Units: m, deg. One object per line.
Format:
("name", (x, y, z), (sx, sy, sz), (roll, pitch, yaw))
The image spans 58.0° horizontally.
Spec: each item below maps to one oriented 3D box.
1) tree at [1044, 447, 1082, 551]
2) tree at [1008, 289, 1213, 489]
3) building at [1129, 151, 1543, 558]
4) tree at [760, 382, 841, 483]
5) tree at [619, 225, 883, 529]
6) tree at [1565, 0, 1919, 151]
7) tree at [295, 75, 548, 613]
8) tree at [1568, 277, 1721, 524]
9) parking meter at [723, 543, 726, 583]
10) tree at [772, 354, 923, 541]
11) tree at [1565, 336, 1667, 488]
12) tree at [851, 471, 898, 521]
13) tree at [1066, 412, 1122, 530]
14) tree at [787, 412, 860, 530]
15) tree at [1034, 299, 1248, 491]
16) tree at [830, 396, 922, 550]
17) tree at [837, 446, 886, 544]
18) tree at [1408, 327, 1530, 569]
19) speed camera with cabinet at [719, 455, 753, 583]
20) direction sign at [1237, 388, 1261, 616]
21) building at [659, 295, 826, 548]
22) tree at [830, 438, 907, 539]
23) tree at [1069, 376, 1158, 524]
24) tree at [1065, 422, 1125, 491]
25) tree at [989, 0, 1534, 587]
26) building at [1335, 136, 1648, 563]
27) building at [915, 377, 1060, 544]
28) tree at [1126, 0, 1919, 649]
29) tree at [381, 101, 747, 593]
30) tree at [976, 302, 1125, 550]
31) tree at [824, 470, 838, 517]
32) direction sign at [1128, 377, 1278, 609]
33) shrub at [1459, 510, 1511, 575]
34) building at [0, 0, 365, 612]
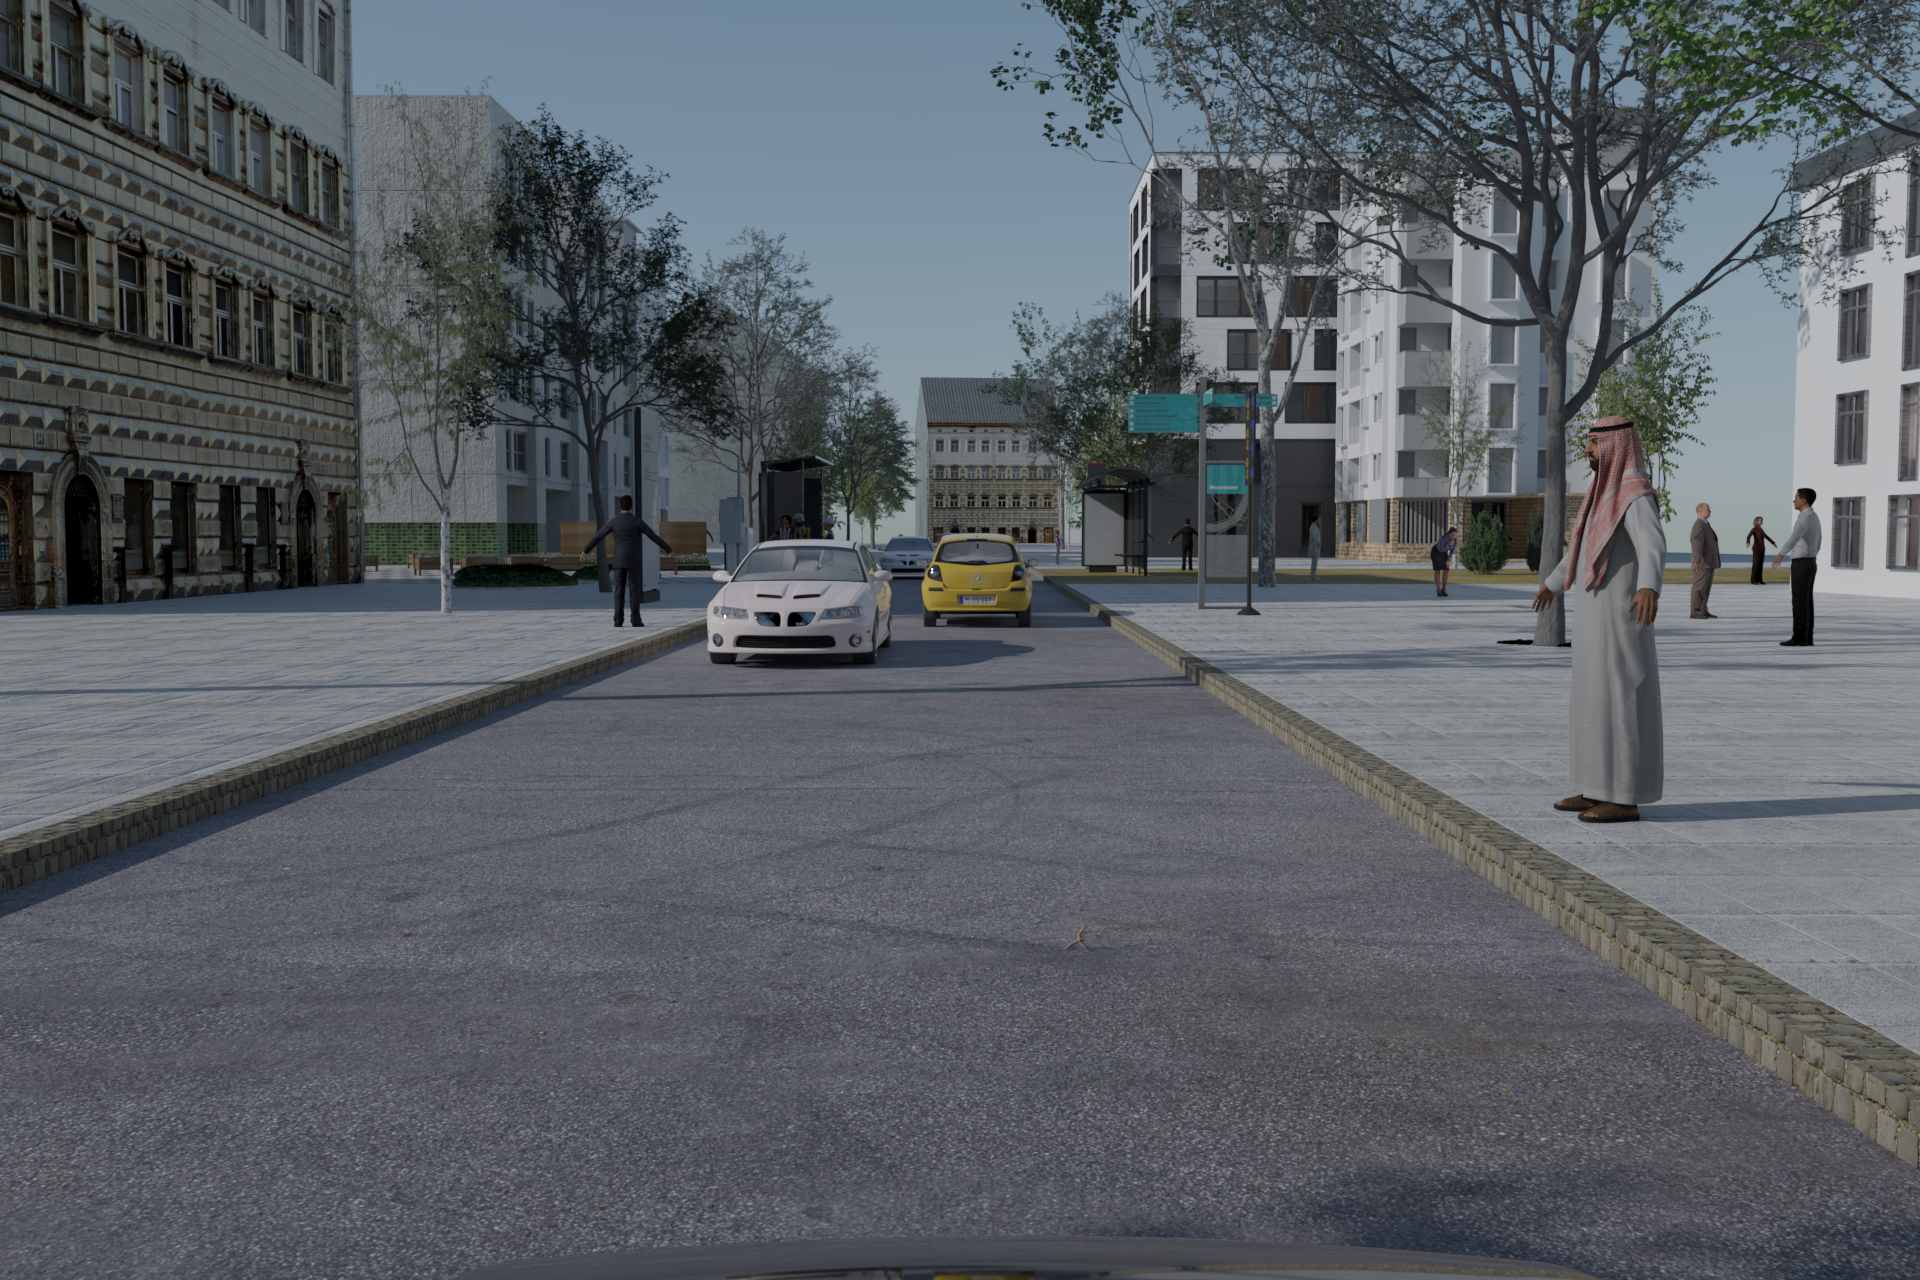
("tree", (8.100, -11.114, 132.069), (4.360, 8.622, 3.978), (0, 3, 0))
("tree", (7.483, -10.748, 86.107), (12.009, 13.543, 11.850), (0, 3, 0))
("building", (24.360, -16.218, 109.147), (27.936, 21.610, 32.646), (0, 4, 0))
("tree", (-7.655, -8.079, 82.450), (4.737, 8.622, 4.395), (0, 3, 0))
("tree", (-8.222, -9.657, 68.262), (12.009, 13.543, 11.850), (0, 3, 0))
("tree", (7.003, -5.148, 9.934), (9.928, 11.665, 9.643), (0, 3, 0))
("tree", (-8.223, -4.727, 27.648), (4.360, 8.622, 3.978), (0, 3, 0))
("tree", (19.478, -6.030, 48.960), (4.737, 8.622, 4.395), (0, 3, 0))
("parking meter", (-6.029, -2.437, 45.554), (0.399, 1.863, 0.255), (0, 4, 2))
("tree", (-7.491, -12.627, 116.826), (12.009, 13.543, 11.850), (0, 3, 0))
("tree", (23.975, -6.917, 63.453), (4.737, 8.622, 4.395), (0, 3, 0))
("tree", (-11.683, -18.723, 240.528), (7.601, 10.594, 8.767), (0, 4, -1))
("tree", (7.501, -8.800, 94.244), (4.737, 8.622, 4.395), (0, 3, 0))
("tree", (-7.867, -8.911, 96.062), (4.737, 8.622, 4.395), (0, 3, 0))
("tree", (7.161, -8.262, 69.504), (8.767, 10.594, 7.601), (-1, 4, -14))
("tree", (-7.043, -13.720, 142.452), (7.486, 12.596, 7.792), (0, 3, 0))
("tree", (-7.656, -11.310, 135.280), (4.737, 8.622, 4.395), (0, 3, 0))
("tree", (17.742, -6.866, 62.630), (4.360, 8.622, 3.978), (0, 3, 0))
("speed camera with cabinet", (-5.664, -3.029, 43.852), (0.660, 3.252, 2.038), (0, 4, 1))
("direction sign", (4.577, -2.162, 27.344), (0.379, 3.537, 0.876), (0, 4, 1))
("building", (-22.928, -20.535, 166.668), (19.493, 23.208, 18.063), (0, 3, 0))
("tree", (-7.987, -13.263, 151.255), (7.601, 10.594, 8.767), (0, 4, 8))
("tree", (7.022, -7.790, 77.723), (4.737, 8.622, 4.395), (0, 3, 0))
("tree", (8.103, -9.310, 102.580), (4.737, 8.622, 4.395), (0, 3, 0))
("tree", (7.030, -11.255, 39.911), (12.611, 20.169, 13.585), (0, 3, 0))
("building", (24.727, -14.222, 88.950), (16.016, 20.090, 11.380), (0, 4, 1))
("building", (3.517, -24.982, 241.847), (18.063, 23.208, 19.493), (0, 4, -6))
("tree", (6.930, -6.682, 19.619), (12.009, 13.543, 11.850), (0, 3, 0))
("tree", (-8.122, -6.329, 37.897), (7.601, 10.594, 8.767), (1, 4, 14))
("tree", (7.017, -17.571, 143.173), (12.611, 20.169, 13.585), (0, 3, 0))
("tree", (-21.053, -20.259, 237.896), (9.857, 13.997, 8.962), (0, 3, 0))
("direction sign", (4.113, -2.456, 28.918), (2.525, 3.948, 1.411), (0, 4, 1))
("shrub", (16.626, -3.109, 54.876), (1.661, 2.075, 1.752), (0, 3, 0))
("building", (-24.756, -12.501, 35.319), (19.493, 23.208, 18.063), (0, 3, 0))
